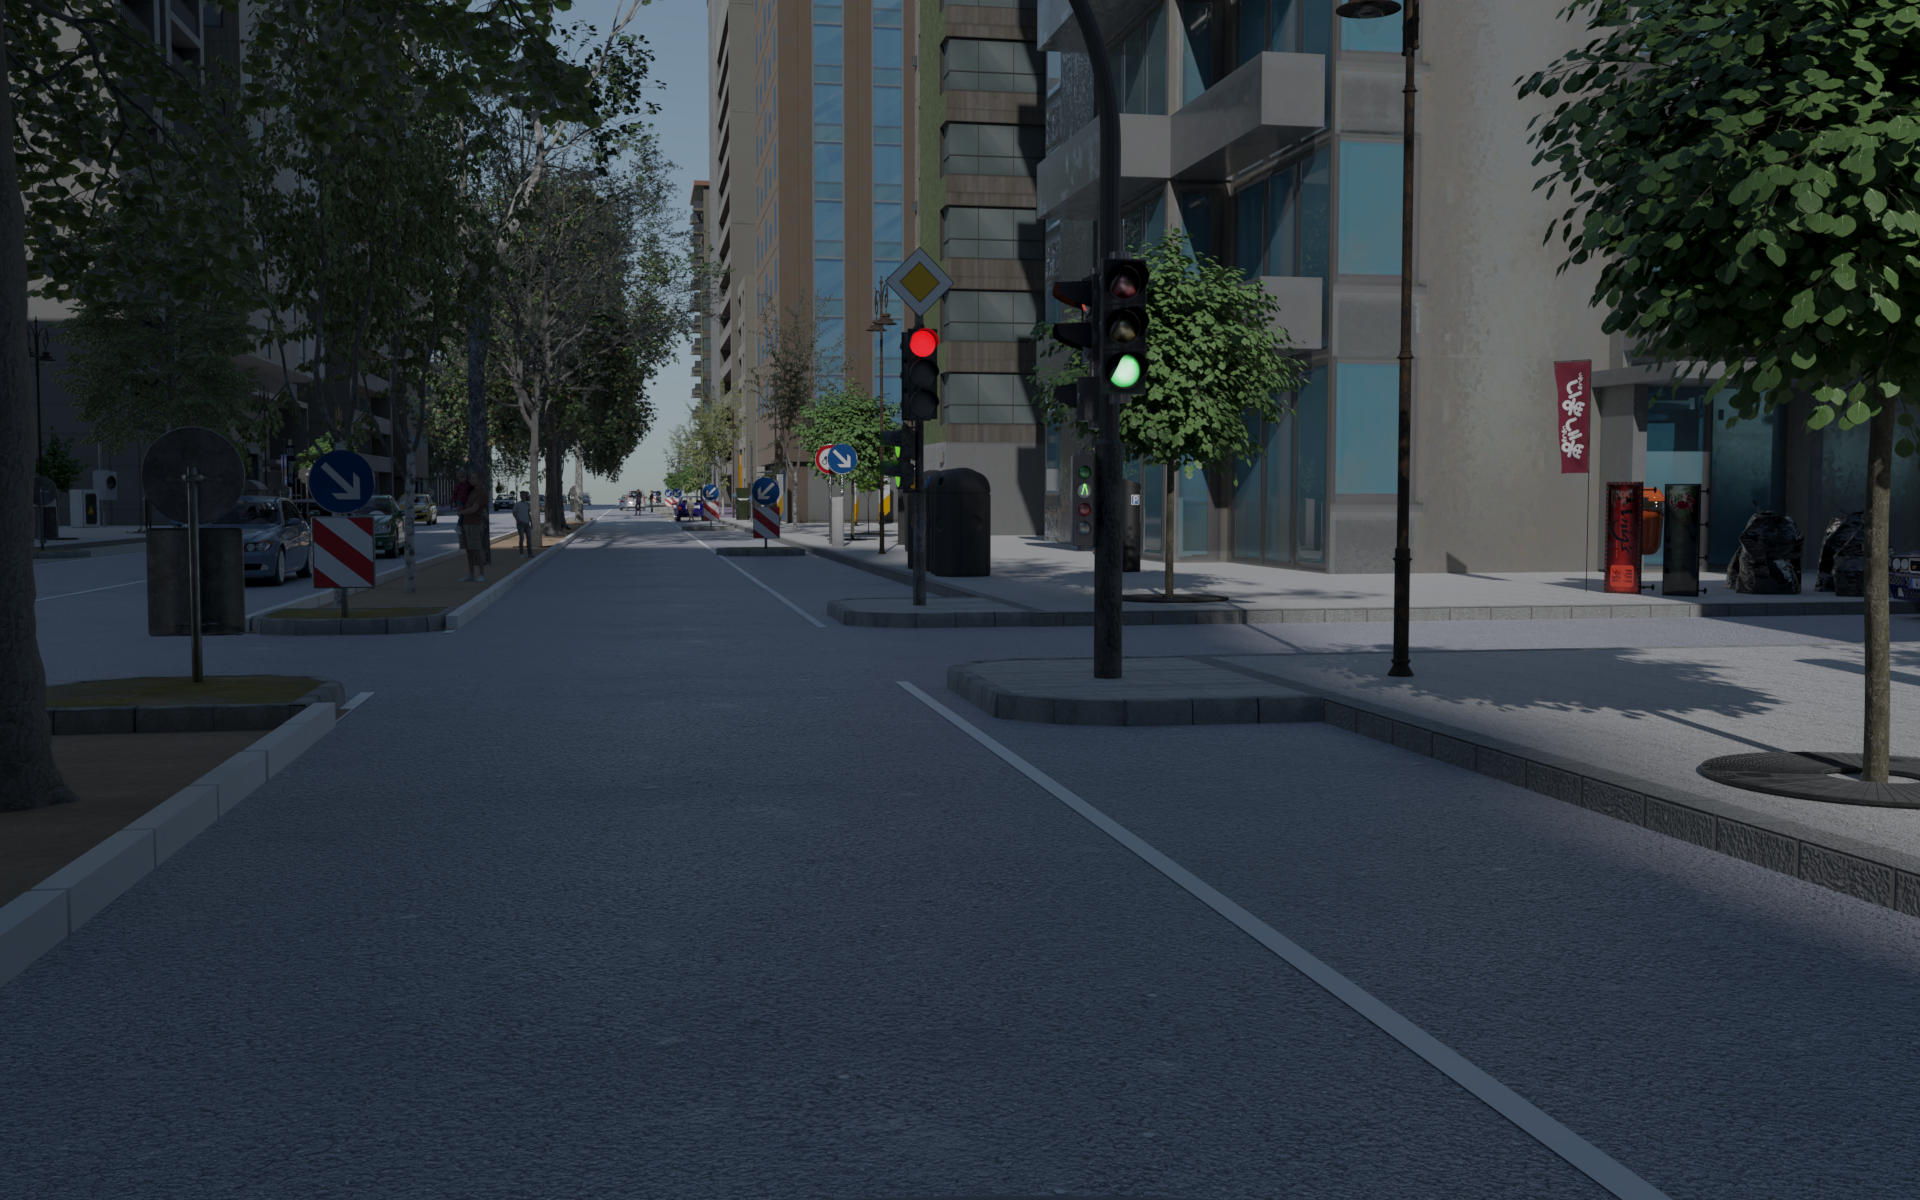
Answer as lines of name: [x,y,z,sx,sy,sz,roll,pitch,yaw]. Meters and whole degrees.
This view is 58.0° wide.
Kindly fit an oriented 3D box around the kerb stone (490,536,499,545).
kerb stone: [-13.632,-1.738,50.610,0.120,0.150,1.000,-1,4,-11]

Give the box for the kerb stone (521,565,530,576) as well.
kerb stone: [-7.542,-0.459,29.799,0.120,0.150,1.000,-1,4,-11]

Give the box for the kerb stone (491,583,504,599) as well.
kerb stone: [-6.387,-0.095,23.752,0.120,0.150,1.000,-1,4,-11]

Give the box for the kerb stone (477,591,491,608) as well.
kerb stone: [-6.016,0.028,21.733,0.120,0.150,1.000,-1,4,-11]

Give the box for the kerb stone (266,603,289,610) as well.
kerb stone: [-7.714,0.170,19.418,0.120,0.150,1.000,-1,4,-11]

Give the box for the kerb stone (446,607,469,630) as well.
kerb stone: [-5.443,0.212,18.722,0.120,0.150,1.000,-1,4,-11]

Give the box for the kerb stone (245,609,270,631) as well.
kerb stone: [-7.515,0.233,18.416,0.120,0.150,1.000,-1,4,-11]

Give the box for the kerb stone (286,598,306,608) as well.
kerb stone: [-7.901,0.110,20.423,0.120,0.150,1.000,-1,4,-11]

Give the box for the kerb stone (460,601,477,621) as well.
kerb stone: [-5.632,0.151,19.726,0.120,0.150,1.000,-1,4,-11]

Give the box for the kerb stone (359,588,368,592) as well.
kerb stone: [-8.845,-0.199,25.452,0.120,0.150,1.000,-1,4,-11]

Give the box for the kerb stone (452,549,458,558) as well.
kerb stone: [-11.339,-0.997,38.542,0.120,0.150,1.000,-1,4,-11]

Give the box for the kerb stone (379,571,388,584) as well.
kerb stone: [-9.240,-0.321,27.464,0.120,0.150,1.000,-1,4,-11]

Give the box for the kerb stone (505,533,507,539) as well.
kerb stone: [-14.200,-1.916,53.623,0.120,0.150,1.000,-1,4,-11]

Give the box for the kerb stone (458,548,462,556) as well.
kerb stone: [-11.537,-1.061,39.544,0.120,0.150,1.000,-1,4,-11]

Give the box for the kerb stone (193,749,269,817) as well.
kerb stone: [-3.431,0.860,8.142,0.120,0.150,1.000,-1,4,-11]

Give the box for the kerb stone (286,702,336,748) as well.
kerb stone: [-3.812,0.736,10.164,0.120,0.150,1.000,-1,4,-11]

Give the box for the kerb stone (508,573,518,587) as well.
kerb stone: [-6.968,-0.280,26.770,0.120,0.150,1.000,-1,4,-11]

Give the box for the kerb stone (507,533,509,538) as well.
kerb stone: [-14.392,-1.984,54.627,0.120,0.150,1.000,-1,4,-11]

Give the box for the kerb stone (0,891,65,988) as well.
kerb stone: [-2.862,1.045,5.116,0.120,0.150,1.000,-1,4,-11]

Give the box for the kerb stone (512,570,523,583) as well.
kerb stone: [-7.150,-0.342,27.782,0.120,0.150,1.000,-1,4,-11]

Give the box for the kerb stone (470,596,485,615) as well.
kerb stone: [-5.822,0.093,20.730,0.120,0.150,1.000,-1,4,-11]

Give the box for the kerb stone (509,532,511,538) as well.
kerb stone: [-14.590,-2.041,55.641,0.120,0.150,1.000,-1,4,-11]

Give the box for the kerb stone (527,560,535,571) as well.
kerb stone: [-7.933,-0.587,31.805,0.120,0.150,1.000,-1,4,-11]

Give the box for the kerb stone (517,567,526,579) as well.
kerb stone: [-7.351,-0.403,28.785,0.120,0.150,1.000,-1,4,-11]

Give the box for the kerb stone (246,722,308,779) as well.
kerb stone: [-3.619,0.798,9.160,0.120,0.150,1.000,-1,4,-11]

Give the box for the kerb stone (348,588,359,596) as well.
kerb stone: [-8.666,-0.137,24.441,0.120,0.150,1.000,-1,4,-11]

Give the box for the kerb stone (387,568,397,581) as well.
kerb stone: [-9.423,-0.384,28.469,0.120,0.150,1.000,-1,4,-11]

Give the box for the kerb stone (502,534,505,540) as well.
kerb stone: [-14.012,-1.861,52.618,0.120,0.150,1.000,-1,4,-11]

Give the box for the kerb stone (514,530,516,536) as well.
kerb stone: [-14.963,-2.169,57.655,0.120,0.150,1.000,-1,4,-11]

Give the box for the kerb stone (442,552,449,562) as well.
kerb stone: [-10.952,-0.876,36.523,0.120,0.150,1.000,-1,4,-11]

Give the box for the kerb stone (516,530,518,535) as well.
kerb stone: [-15.163,-2.227,58.658,0.120,0.150,1.000,-1,4,-11]

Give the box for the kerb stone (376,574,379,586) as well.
kerb stone: [-9.045,-0.261,26.460,0.120,0.150,1.000,-1,4,-11]

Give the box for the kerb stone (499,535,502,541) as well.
kerb stone: [-13.821,-1.799,51.614,0.120,0.150,1.000,-1,4,-11]

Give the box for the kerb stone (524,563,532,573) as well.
kerb stone: [-7.741,-0.526,30.801,0.120,0.150,1.000,-1,4,-11]

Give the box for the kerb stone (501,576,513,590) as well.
kerb stone: [-6.777,-0.218,25.759,0.120,0.150,1.000,-1,4,-11]

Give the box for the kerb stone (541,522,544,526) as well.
kerb stone: [-19.361,-3.584,80.801,0.120,0.150,1.000,-1,4,-11]

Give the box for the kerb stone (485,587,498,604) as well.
kerb stone: [-6.204,-0.034,22.747,0.120,0.150,1.000,-1,4,-11]

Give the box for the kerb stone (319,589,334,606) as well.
kerb stone: [-8.275,-0.010,22.435,0.120,0.150,1.000,-1,4,-11]

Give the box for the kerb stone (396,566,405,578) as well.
kerb stone: [-9.625,-0.444,29.481,0.120,0.150,1.000,-1,4,-11]

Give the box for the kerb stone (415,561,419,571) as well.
kerb stone: [-9.998,-0.569,31.491,0.120,0.150,1.000,-1,4,-11]

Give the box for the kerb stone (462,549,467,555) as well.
kerb stone: [-11.721,-1.121,40.555,0.120,0.150,1.000,-1,4,-11]

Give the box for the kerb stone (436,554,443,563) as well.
kerb stone: [-10.766,-0.814,35.518,0.120,0.150,1.000,-1,4,-11]

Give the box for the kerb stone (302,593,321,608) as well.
kerb stone: [-8.093,0.047,21.429,0.120,0.150,1.000,-1,4,-11]

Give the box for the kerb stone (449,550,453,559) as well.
kerb stone: [-11.150,-0.935,37.530,0.120,0.150,1.000,-1,4,-11]

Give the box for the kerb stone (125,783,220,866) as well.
kerb stone: [-3.239,0.921,7.129,0.120,0.150,1.000,-1,4,-11]

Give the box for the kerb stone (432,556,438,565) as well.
kerb stone: [-10.577,-0.752,34.504,0.120,0.150,1.000,-1,4,-11]

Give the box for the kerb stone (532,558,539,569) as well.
kerb stone: [-8.119,-0.649,32.813,0.120,0.150,1.000,-1,4,-11]

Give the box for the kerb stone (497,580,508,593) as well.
kerb stone: [-6.589,-0.156,24.754,0.120,0.150,1.000,-1,4,-11]

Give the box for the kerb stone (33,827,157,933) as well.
kerb stone: [-3.050,0.983,6.124,0.120,0.150,1.000,-1,4,-11]

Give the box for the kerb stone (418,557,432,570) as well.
kerb stone: [-10.382,-0.691,33.500,0.120,0.150,1.000,-1,4,-11]

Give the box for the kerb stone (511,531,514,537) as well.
kerb stone: [-14.777,-2.107,56.650,0.120,0.150,1.000,-1,4,-11]
